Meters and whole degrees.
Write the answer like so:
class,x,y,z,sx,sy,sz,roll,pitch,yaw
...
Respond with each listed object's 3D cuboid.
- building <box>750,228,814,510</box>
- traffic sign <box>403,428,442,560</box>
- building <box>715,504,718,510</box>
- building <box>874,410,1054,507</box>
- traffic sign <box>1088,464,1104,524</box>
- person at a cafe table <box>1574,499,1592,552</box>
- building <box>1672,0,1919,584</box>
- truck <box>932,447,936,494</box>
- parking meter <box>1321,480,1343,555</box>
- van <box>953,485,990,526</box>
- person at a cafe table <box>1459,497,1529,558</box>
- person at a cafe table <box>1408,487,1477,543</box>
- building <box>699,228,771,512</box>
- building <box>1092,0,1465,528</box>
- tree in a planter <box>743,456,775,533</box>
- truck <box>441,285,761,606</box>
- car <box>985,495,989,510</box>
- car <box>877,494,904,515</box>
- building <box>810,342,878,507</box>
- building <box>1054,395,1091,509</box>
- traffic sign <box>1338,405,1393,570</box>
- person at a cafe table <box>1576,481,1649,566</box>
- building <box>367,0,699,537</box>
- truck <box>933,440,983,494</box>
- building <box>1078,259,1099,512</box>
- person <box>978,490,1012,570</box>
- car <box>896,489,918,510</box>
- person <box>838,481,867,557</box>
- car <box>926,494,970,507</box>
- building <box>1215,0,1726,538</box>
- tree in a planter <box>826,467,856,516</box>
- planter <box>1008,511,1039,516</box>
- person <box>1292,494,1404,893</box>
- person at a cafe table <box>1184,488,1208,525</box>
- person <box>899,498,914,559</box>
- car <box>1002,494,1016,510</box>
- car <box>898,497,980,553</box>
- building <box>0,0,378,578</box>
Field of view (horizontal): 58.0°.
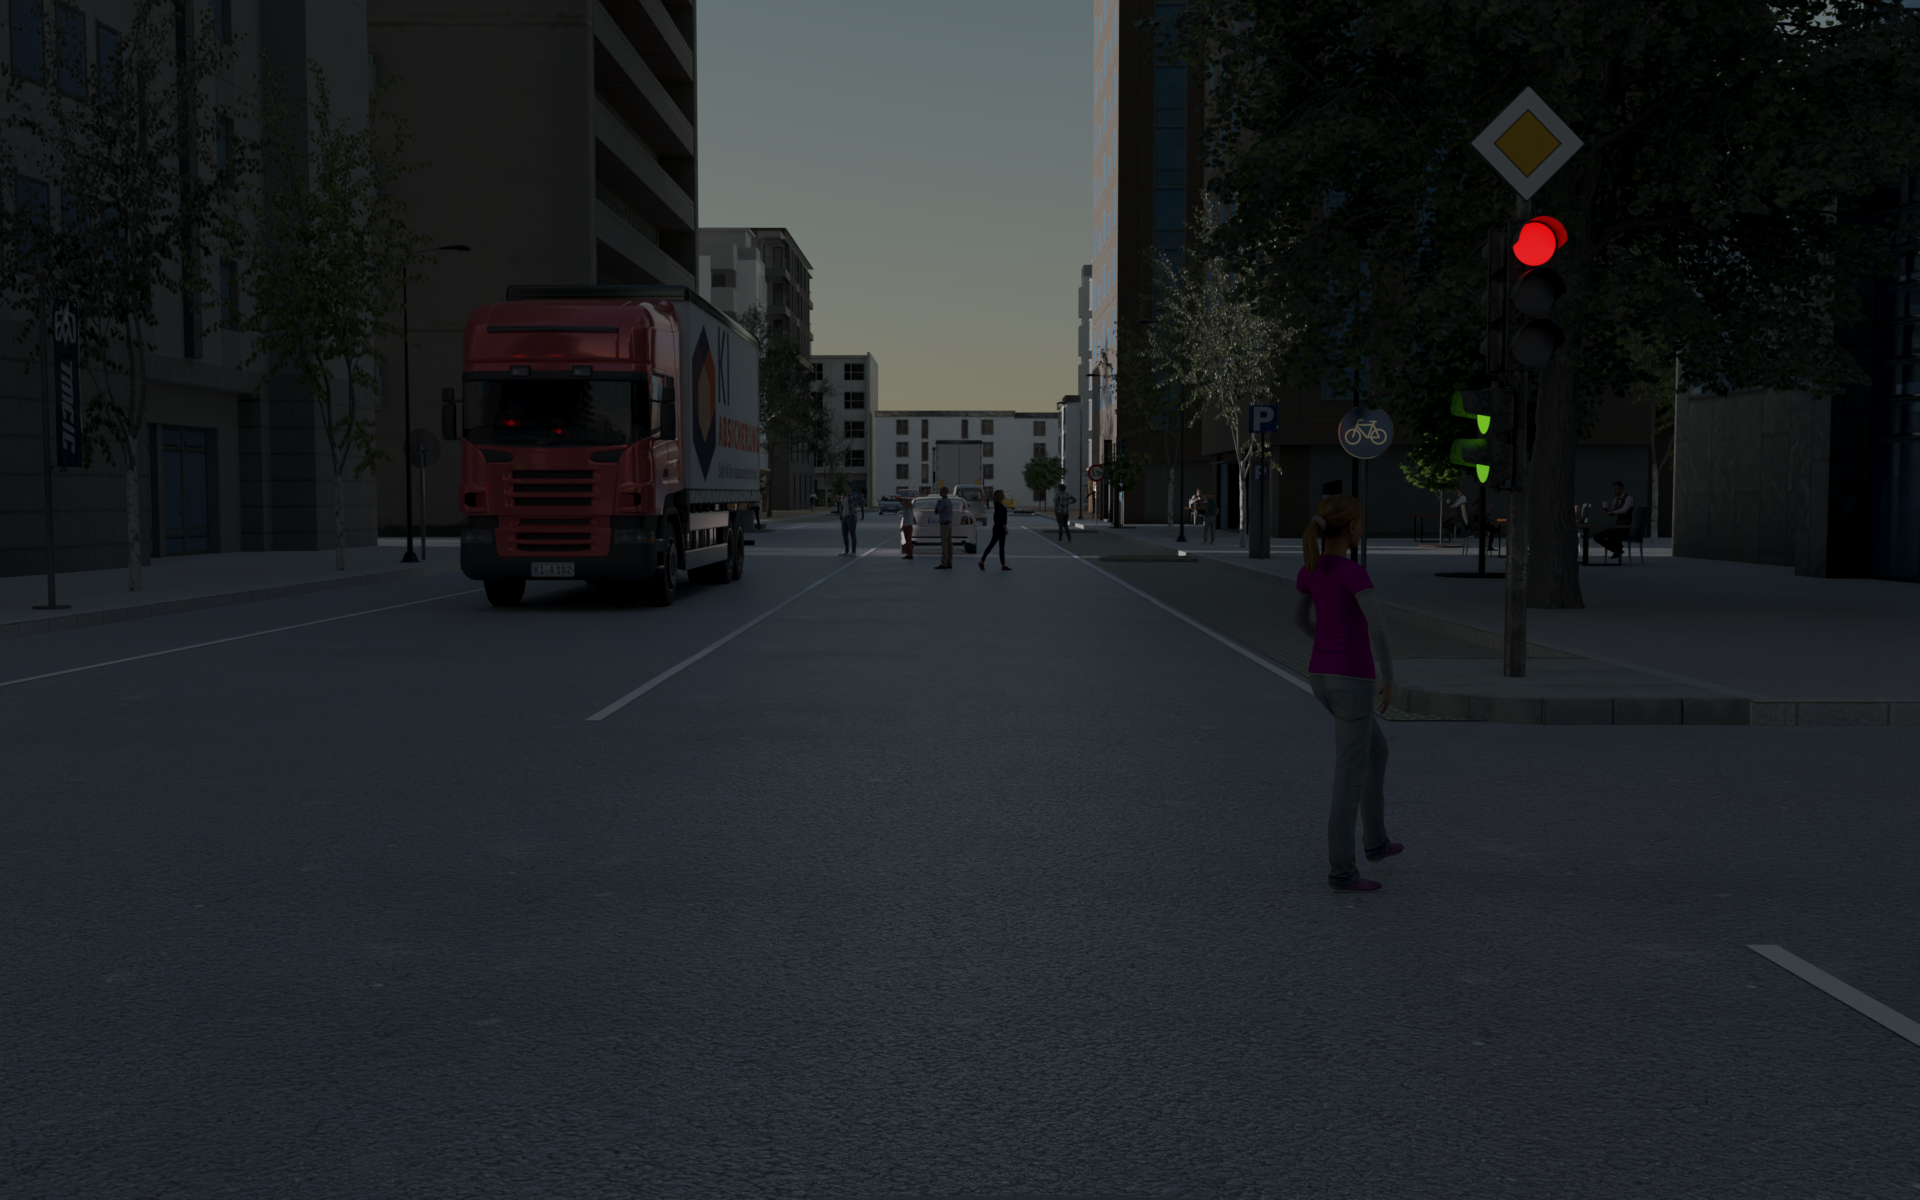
class,x,y,z,sx,sy,sz,roll,pitch,yaw
building,-29.592,-18.533,146.983,32.646,21.610,27.936,0,4,0
traffic sign,-10.442,-2.051,33.645,0.768,2.556,0.104,0,4,5
building,-18.610,-9.766,101.824,9.099,9.664,28.070,0,4,0
building,5.463,-14.451,178.420,28.070,9.664,9.099,0,4,0
traffic sign,5.783,-4.484,73.417,0.768,2.556,0.104,0,4,2
person at a cafe table,12.984,-1.668,38.136,1.726,1.238,1.698,0,4,-3
building,28.642,-43.431,22.767,31.000,86.520,22.319,0,4,0
truck,-0.378,-7.306,108.364,2.839,4.237,11.283,0,4,1
parking meter,6.591,-1.362,30.676,0.372,1.533,0.369,0,3,0
van,0.372,-4.433,79.492,2.013,2.044,4.112,0,4,-1
person at a cafe table,11.122,-1.501,35.410,1.726,1.238,1.698,2,4,26
person at a cafe table,12.909,-2.302,46.147,1.622,1.524,1.698,0,4,5
building,-21.547,-16.199,121.268,16.016,20.091,11.380,0,4,0
building,13.486,-26.207,78.590,14.600,45.320,14.200,0,4,0
tree in a planter,-7.991,-4.140,64.918,1.991,3.239,1.994,0,4,0
truck,-4.833,-2.239,25.529,2.839,4.237,11.283,0,4,0
car,1.833,-9.144,162.082,1.945,1.354,3.894,0,4,-1
car,-4.732,-6.611,120.097,2.014,1.417,4.499,0,4,-1
building,-24.769,-19.332,182.528,31.486,18.905,16.747,0,4,0
building,13.461,-12.517,146.803,9.099,9.664,28.070,0,4,0
traffic sign,5.810,-1.514,24.868,0.768,2.556,0.104,0,4,8
person at a cafe table,11.668,-1.405,31.489,1.622,1.524,1.698,-1,4,-13
building,-21.483,-26.709,60.397,21.300,48.544,21.600,0,4,0
truck,-0.097,-6.504,95.248,2.839,4.237,11.283,0,4,-1
building,16.745,-16.489,126.011,16.016,20.091,11.380,0,4,0
person,0.663,-1.315,32.549,0.613,1.512,0.480,-1,4,-10
car,-3.942,-7.407,129.785,2.281,1.827,5.304,0,4,-1
person,-2.533,-1.874,39.861,0.376,1.734,0.841,-3,5,-39
car,-0.649,-3.321,64.093,2.009,1.686,4.222,0,4,1
building,15.784,-24.792,55.456,14.600,45.320,14.200,0,4,0
tree in a planter,-7.850,-7.209,115.091,1.991,3.239,1.994,0,4,0
planter,4.192,-5.690,114.178,1.991,0.319,1.994,0,4,0
person,1.520,0.326,6.400,0.776,1.435,0.726,-2,4,-29
person at a cafe table,10.025,-3.867,71.741,1.698,1.524,1.622,-1,4,-18
person,-1.158,-1.577,38.193,0.435,1.345,0.340,3,5,39
car,4.069,-8.923,156.111,2.015,1.641,3.980,0,4,1
car,-0.527,-1.885,43.181,2.083,1.381,4.827,0,4,-1
building,-24.981,-29.679,27.258,21.231,58.520,28.212,0,4,0
